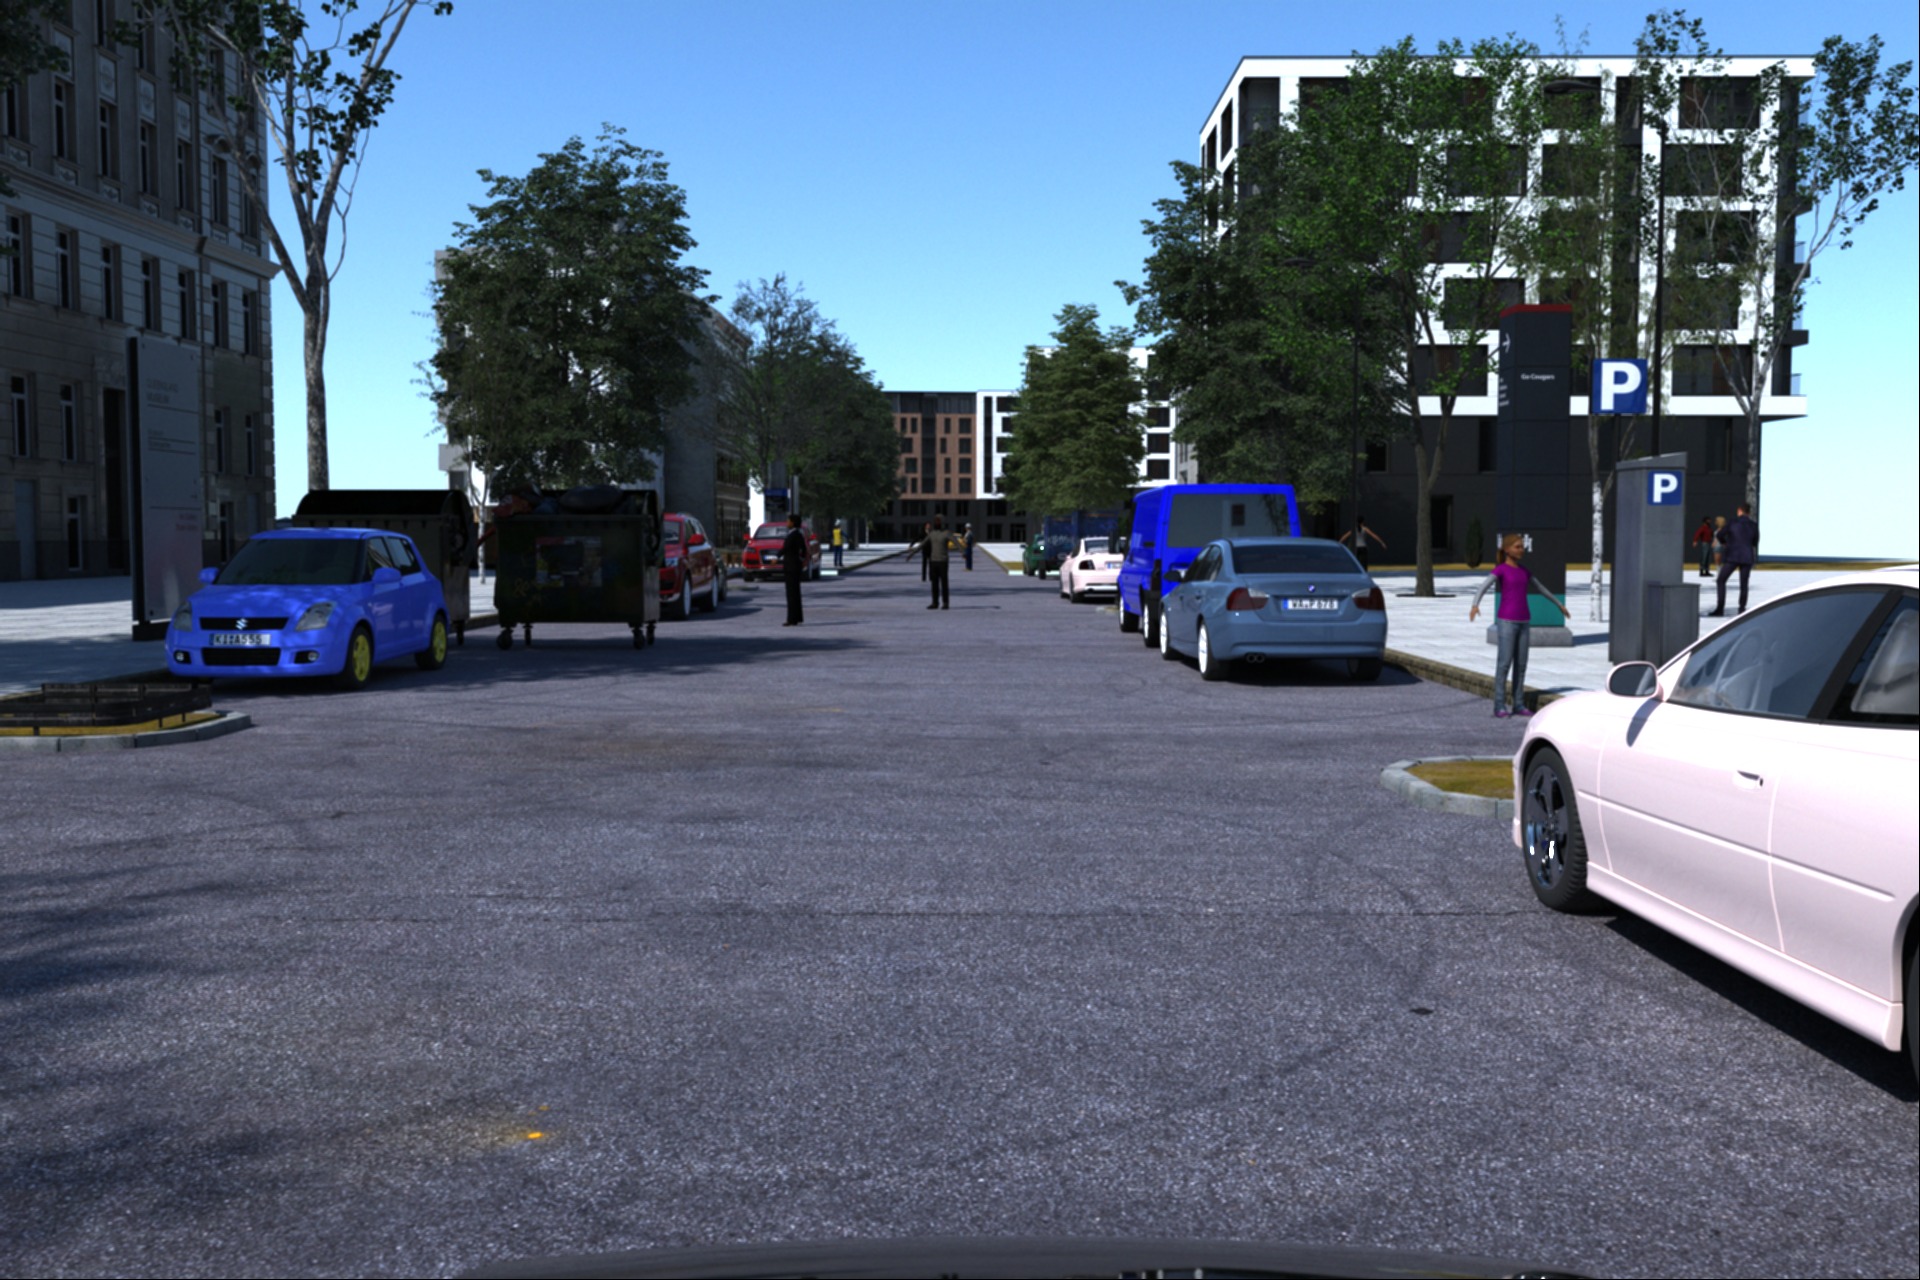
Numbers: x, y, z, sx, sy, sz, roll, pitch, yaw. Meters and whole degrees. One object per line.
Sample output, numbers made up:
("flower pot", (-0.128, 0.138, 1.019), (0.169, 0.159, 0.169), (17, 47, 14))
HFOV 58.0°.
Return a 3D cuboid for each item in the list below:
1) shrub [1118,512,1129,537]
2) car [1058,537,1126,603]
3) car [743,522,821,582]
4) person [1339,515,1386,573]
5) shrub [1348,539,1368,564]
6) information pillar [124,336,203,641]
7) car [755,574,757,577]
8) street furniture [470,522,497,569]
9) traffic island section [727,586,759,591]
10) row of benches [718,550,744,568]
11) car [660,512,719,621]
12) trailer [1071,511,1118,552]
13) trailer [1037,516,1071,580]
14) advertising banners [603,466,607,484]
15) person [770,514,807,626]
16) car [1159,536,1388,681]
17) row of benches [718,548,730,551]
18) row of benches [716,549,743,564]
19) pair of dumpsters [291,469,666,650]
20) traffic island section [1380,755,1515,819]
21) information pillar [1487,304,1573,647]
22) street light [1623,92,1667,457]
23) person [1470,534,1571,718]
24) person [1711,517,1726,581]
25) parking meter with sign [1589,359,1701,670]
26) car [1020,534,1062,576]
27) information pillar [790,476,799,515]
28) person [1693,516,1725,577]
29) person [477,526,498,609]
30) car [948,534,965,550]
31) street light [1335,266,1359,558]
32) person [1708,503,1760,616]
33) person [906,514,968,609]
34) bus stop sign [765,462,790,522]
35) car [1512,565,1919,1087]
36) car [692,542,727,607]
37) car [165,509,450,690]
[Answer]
("shrub", (5.955, -3.592, 62.770), (1.661, 2.075, 1.752), (0, 3, 0))
("car", (3.185, -1.518, 37.187), (2.083, 1.381, 4.827), (0, 4, -1))
("car", (-5.459, -2.743, 53.514), (2.281, 1.827, 5.304), (0, 4, 0))
("person", (9.823, -2.179, 42.438), (1.217, 1.737, 0.721), (2, 4, 25))
("shrub", (14.821, -3.294, 64.980), (1.383, 1.207, 1.383), (0, 3, 0))
("information pillar", (-9.808, -1.840, 21.394), (0.184, 3.620, 1.656), (0, 4, -1))
("car", (-5.881, -2.846, 58.893), (2.083, 1.381, 4.827), (0, 4, 0))
("street furniture", (-16.132, -3.650, 66.532), (9.812, 1.723, 11.010), (1, 4, 17))
("traffic island section", (-6.188, -1.309, 44.272), (1.991, 0.108, 1.994), (0, 4, 0))
("row of benches", (-8.145, -3.062, 65.529), (1.422, 0.672, 4.104), (-3, 4, -36))
("car", (-5.512, -1.328, 30.389), (2.281, 1.827, 5.304), (0, 4, 0))
("trailer", (3.348, -2.256, 43.927), (1.471, 1.999, 3.904), (0, 3, 0))
("trailer", (3.207, -2.964, 55.510), (1.471, 1.999, 3.904), (0, 4, 0))
("advertising banners", (-9.103, -2.912, 43.807), (0.090, 3.025, 2.074), (0, 4, -1))
("person", (-2.675, -1.094, 27.073), (0.721, 1.740, 1.216), (1, 4, 17))
("car", (3.205, -0.380, 18.223), (2.014, 1.417, 4.499), (0, 4, -1))
("row of benches", (-11.183, -3.849, 78.401), (1.422, 0.672, 4.104), (-2, 4, -24))
("row of benches", (-9.030, -3.535, 73.266), (4.104, 0.672, 1.422), (1, 4, 22))
("pair of dumpsters", (-6.012, -1.031, 21.815), (4.436, 2.255, 1.574), (0, 4, 0))
("traffic island section", (3.403, 0.815, 9.548), (1.991, 0.108, 1.994), (0, 4, 0))
("information pillar", (6.561, -1.865, 19.867), (0.750, 3.857, 0.750), (0, 4, 1))
("street light", (7.756, -2.775, 17.905), (1.470, 5.913, 1.316), (0, 3, 0))
("person", (4.361, -0.110, 13.528), (0.991, 1.433, 0.599), (-2, 4, -25))
("person", (20.490, -2.469, 46.973), (0.721, 1.753, 1.214), (2, 4, 27))
("parking meter with sign", (6.547, -1.237, 16.481), (0.543, 3.016, 1.738), (0, 3, 0))
("car", (3.185, -2.968, 60.329), (2.131, 1.459, 4.920), (0, 4, -1))
("information pillar", (-6.708, -4.827, 70.241), (0.184, 3.620, 1.656), (0, 4, 0))
("person", (22.507, -2.818, 52.188), (1.345, 1.816, 0.704), (-2, 4, -29))
("person", (-7.756, -1.395, 29.620), (1.215, 1.729, 0.721), (0, 4, 3))
("car", (-0.476, -7.766, 137.196), (2.015, 1.641, 3.980), (0, 4, -1))
("street light", (7.230, -3.472, 29.316), (1.470, 5.913, 1.316), (0, 4, 0))
("person", (12.082, -1.258, 27.058), (0.683, 1.767, 0.568), (0, 4, 4))
("person", (-0.401, -1.493, 32.995), (1.348, 1.813, 0.705), (2, 4, 30))
("bus stop sign", (-6.649, -4.534, 63.147), (0.837, 3.901, 0.837), (0, 4, -1))
("car", (3.169, 0.440, 5.171), (2.083, 1.381, 4.827), (0, 4, 0))
("car", (-5.925, -1.459, 35.653), (2.131, 1.459, 4.920), (0, 3, 0))
("car", (-6.320, -0.453, 17.001), (1.945, 1.707, 3.694), (0, 3, 0))
